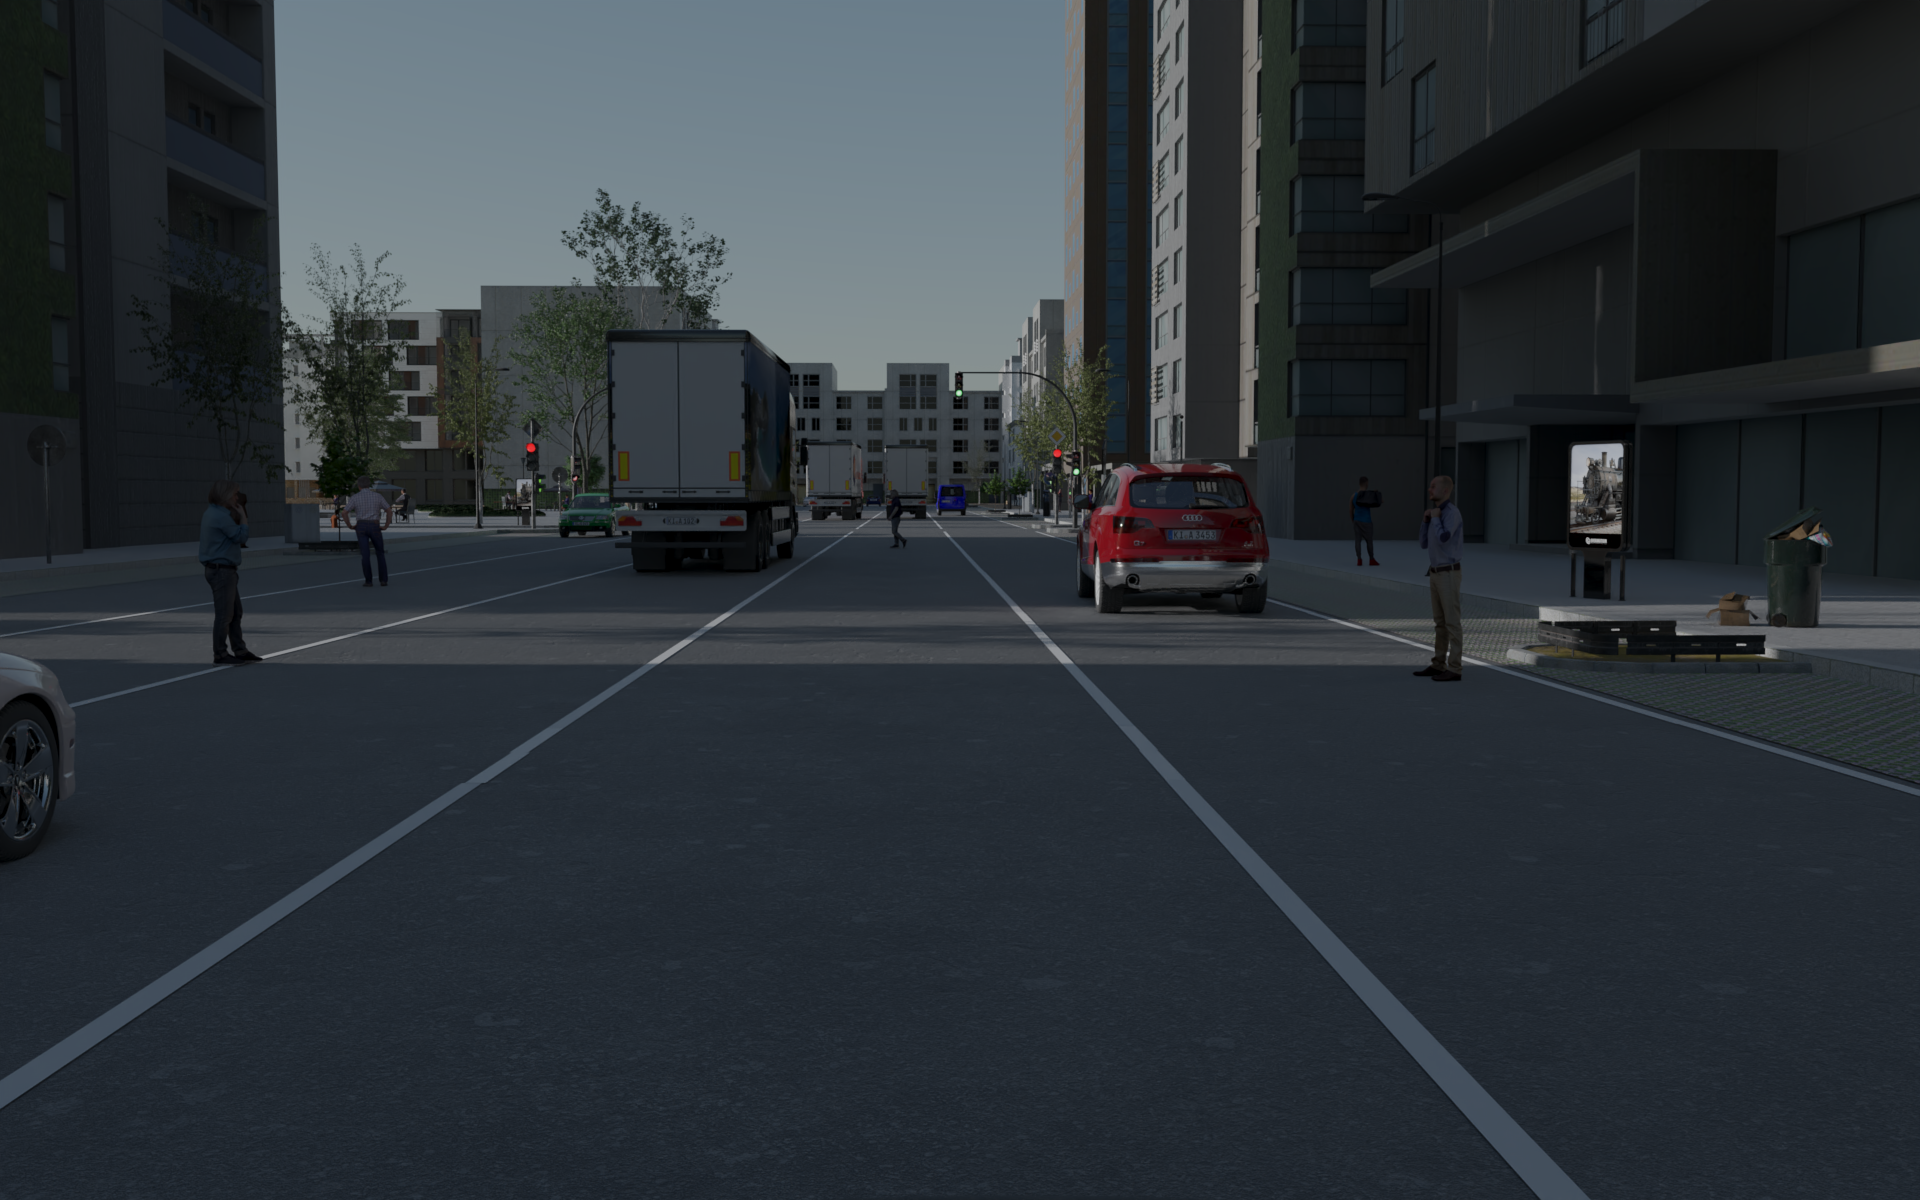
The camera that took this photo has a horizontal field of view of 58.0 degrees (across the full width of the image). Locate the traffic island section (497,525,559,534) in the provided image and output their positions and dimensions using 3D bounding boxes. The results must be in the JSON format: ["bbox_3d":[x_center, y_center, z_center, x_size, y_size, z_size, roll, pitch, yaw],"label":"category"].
[{"bbox_3d":[-15.770,-2.553,64.019,2.009,0.180,2.903,0,4,-2],"label":"traffic island section"}]

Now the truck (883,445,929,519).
[{"bbox_3d":[-3.239,-7.025,103.773,2.839,4.237,11.283,0,4,-2],"label":"truck"}]

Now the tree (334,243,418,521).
[{"bbox_3d":[-17.595,-6.093,49.988,4.360,8.622,3.978,0,3,0],"label":"tree"}]

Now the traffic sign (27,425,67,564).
[{"bbox_3d":[-16.794,-1.942,31.853,0.768,2.556,0.104,0,4,6],"label":"traffic sign"}]

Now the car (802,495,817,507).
[{"bbox_3d":[-16.739,-11.205,195.556,2.083,1.381,4.827,0,4,-4],"label":"car"}]

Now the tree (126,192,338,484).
[{"bbox_3d":[-17.984,-5.626,42.340,4.360,8.622,3.978,0,3,0],"label":"tree"}]

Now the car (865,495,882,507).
[{"bbox_3d":[-9.889,-11.363,198.366,1.945,1.354,3.894,0,4,-3],"label":"car"}]

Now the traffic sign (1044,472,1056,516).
[{"bbox_3d":[5.224,-6.134,100.396,0.768,2.556,0.104,0,4,3],"label":"traffic sign"}]

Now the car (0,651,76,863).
[{"bbox_3d":[-4.521,0.433,5.287,2.083,1.381,4.827,0,4,-3],"label":"car"}]

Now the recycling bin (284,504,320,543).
[{"bbox_3d":[-17.264,-2.012,45.447,0.722,1.027,0.722,-3,4,-38],"label":"recycling bin"}]

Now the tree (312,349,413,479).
[{"bbox_3d":[-46.487,-13.272,135.129,7.486,12.596,7.792,0,3,0],"label":"tree"}]

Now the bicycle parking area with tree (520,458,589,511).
[{"bbox_3d":[-32.087,-9.213,137.639,8.231,4.147,9.016,-1,4,-15],"label":"bicycle parking area with tree"}]

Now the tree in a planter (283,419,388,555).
[{"bbox_3d":[-14.773,-2.687,41.147,1.991,3.239,1.994,0,4,-2],"label":"tree in a planter"}]

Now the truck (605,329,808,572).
[{"bbox_3d":[-4.853,-2.826,35.117,2.839,4.237,11.283,0,4,-1],"label":"truck"}]

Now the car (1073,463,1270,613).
[{"bbox_3d":[2.644,-0.837,22.352,2.281,1.827,5.304,0,4,0],"label":"car"}]

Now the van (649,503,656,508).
[{"bbox_3d":[-9.743,-3.259,60.290,2.013,2.044,4.112,0,4,-1],"label":"van"}]

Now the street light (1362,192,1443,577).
[{"bbox_3d":[6.880,-3.321,26.847,1.470,5.913,1.316,0,4,-2],"label":"street light"}]

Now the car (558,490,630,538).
[{"bbox_3d":[-12.313,-3.041,58.518,1.959,1.807,4.718,0,4,0],"label":"car"}]

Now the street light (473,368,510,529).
[{"bbox_3d":[-17.237,-5.579,63.755,1.470,5.913,1.316,0,4,-2],"label":"street light"}]

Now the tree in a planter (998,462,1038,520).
[{"bbox_3d":[3.345,-6.111,97.140,1.991,3.239,1.994,0,4,-2],"label":"tree in a planter"}]

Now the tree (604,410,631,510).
[{"bbox_3d":[-24.016,-10.784,126.681,4.360,8.622,3.978,0,3,0],"label":"tree"}]

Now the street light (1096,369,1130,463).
[{"bbox_3d":[5.726,-5.615,64.350,1.470,5.913,1.316,0,4,-2],"label":"street light"}]

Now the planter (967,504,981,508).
[{"bbox_3d":[1.084,-9.375,174.421,1.991,0.319,1.994,0,4,-2],"label":"planter"}]

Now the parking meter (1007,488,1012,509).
[{"bbox_3d":[4.160,-8.535,145.257,0.255,1.863,0.399,2,4,24],"label":"parking meter"}]

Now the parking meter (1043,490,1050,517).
[{"bbox_3d":[4.932,-5.543,99.039,0.372,1.533,0.369,0,3,0],"label":"parking meter"}]

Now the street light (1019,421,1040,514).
[{"bbox_3d":[4.389,-8.378,109.520,1.470,5.913,1.316,0,4,-2],"label":"street light"}]

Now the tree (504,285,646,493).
[{"bbox_3d":[-18.720,-9.822,86.339,9.928,11.665,9.643,0,3,0],"label":"tree"}]

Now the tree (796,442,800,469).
[{"bbox_3d":[-22.569,-16.734,223.965,4.737,8.622,4.395,0,3,0],"label":"tree"}]

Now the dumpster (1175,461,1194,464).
[{"bbox_3d":[6.724,-3.004,51.616,1.502,2.255,1.985,0,4,-2],"label":"dumpster"}]

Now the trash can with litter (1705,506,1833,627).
[{"bbox_3d":[7.828,-0.330,16.777,1.055,1.170,0.624,1,4,18],"label":"trash can with litter"}]

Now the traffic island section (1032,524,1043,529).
[{"bbox_3d":[4.069,-3.076,72.581,2.009,0.180,2.903,0,4,-2],"label":"traffic island section"}]

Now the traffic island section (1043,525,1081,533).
[{"bbox_3d":[4.303,-2.588,64.600,2.009,0.180,2.903,0,4,-2],"label":"traffic island section"}]

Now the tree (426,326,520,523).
[{"bbox_3d":[-20.941,-7.637,75.221,4.737,8.622,4.395,0,3,0],"label":"tree"}]

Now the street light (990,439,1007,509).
[{"bbox_3d":[3.270,-10.662,146.868,1.470,5.913,1.316,0,4,-2],"label":"street light"}]

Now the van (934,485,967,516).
[{"bbox_3d":[-0.587,-6.856,116.477,2.240,2.365,5.245,0,4,-2],"label":"van"}]

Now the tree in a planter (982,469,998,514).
[{"bbox_3d":[2.551,-7.758,124.072,1.991,3.239,1.994,0,4,-2],"label":"tree in a planter"}]

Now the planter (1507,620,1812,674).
[{"bbox_3d":[5.765,0.393,14.719,1.991,0.319,1.994,0,4,-2],"label":"planter"}]

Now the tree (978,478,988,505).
[{"bbox_3d":[3.060,-13.300,212.062,1.663,3.219,1.824,0,3,0],"label":"tree"}]

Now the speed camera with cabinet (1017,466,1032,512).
[{"bbox_3d":[4.655,-7.863,122.898,0.660,3.252,2.038,1,4,23],"label":"speed camera with cabinet"}]

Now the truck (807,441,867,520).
[{"bbox_3d":[-6.924,-6.650,97.648,2.839,4.237,11.283,0,4,0],"label":"truck"}]

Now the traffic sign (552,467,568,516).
[{"bbox_3d":[-18.559,-4.908,80.353,0.768,2.556,0.104,0,4,1],"label":"traffic sign"}]

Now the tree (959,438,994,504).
[{"bbox_3d":[2.298,-16.764,224.455,4.360,8.622,3.978,0,3,0],"label":"tree"}]

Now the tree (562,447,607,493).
[{"bbox_3d":[-26.298,-8.401,121.064,4.285,4.588,4.351,0,3,0],"label":"tree"}]

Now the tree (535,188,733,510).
[{"bbox_3d":[-19.973,-15.353,106.912,12.611,20.169,13.585,0,3,0],"label":"tree"}]

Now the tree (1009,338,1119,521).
[{"bbox_3d":[5.637,-7.988,80.970,4.737,8.622,4.395,0,3,0],"label":"tree"}]
